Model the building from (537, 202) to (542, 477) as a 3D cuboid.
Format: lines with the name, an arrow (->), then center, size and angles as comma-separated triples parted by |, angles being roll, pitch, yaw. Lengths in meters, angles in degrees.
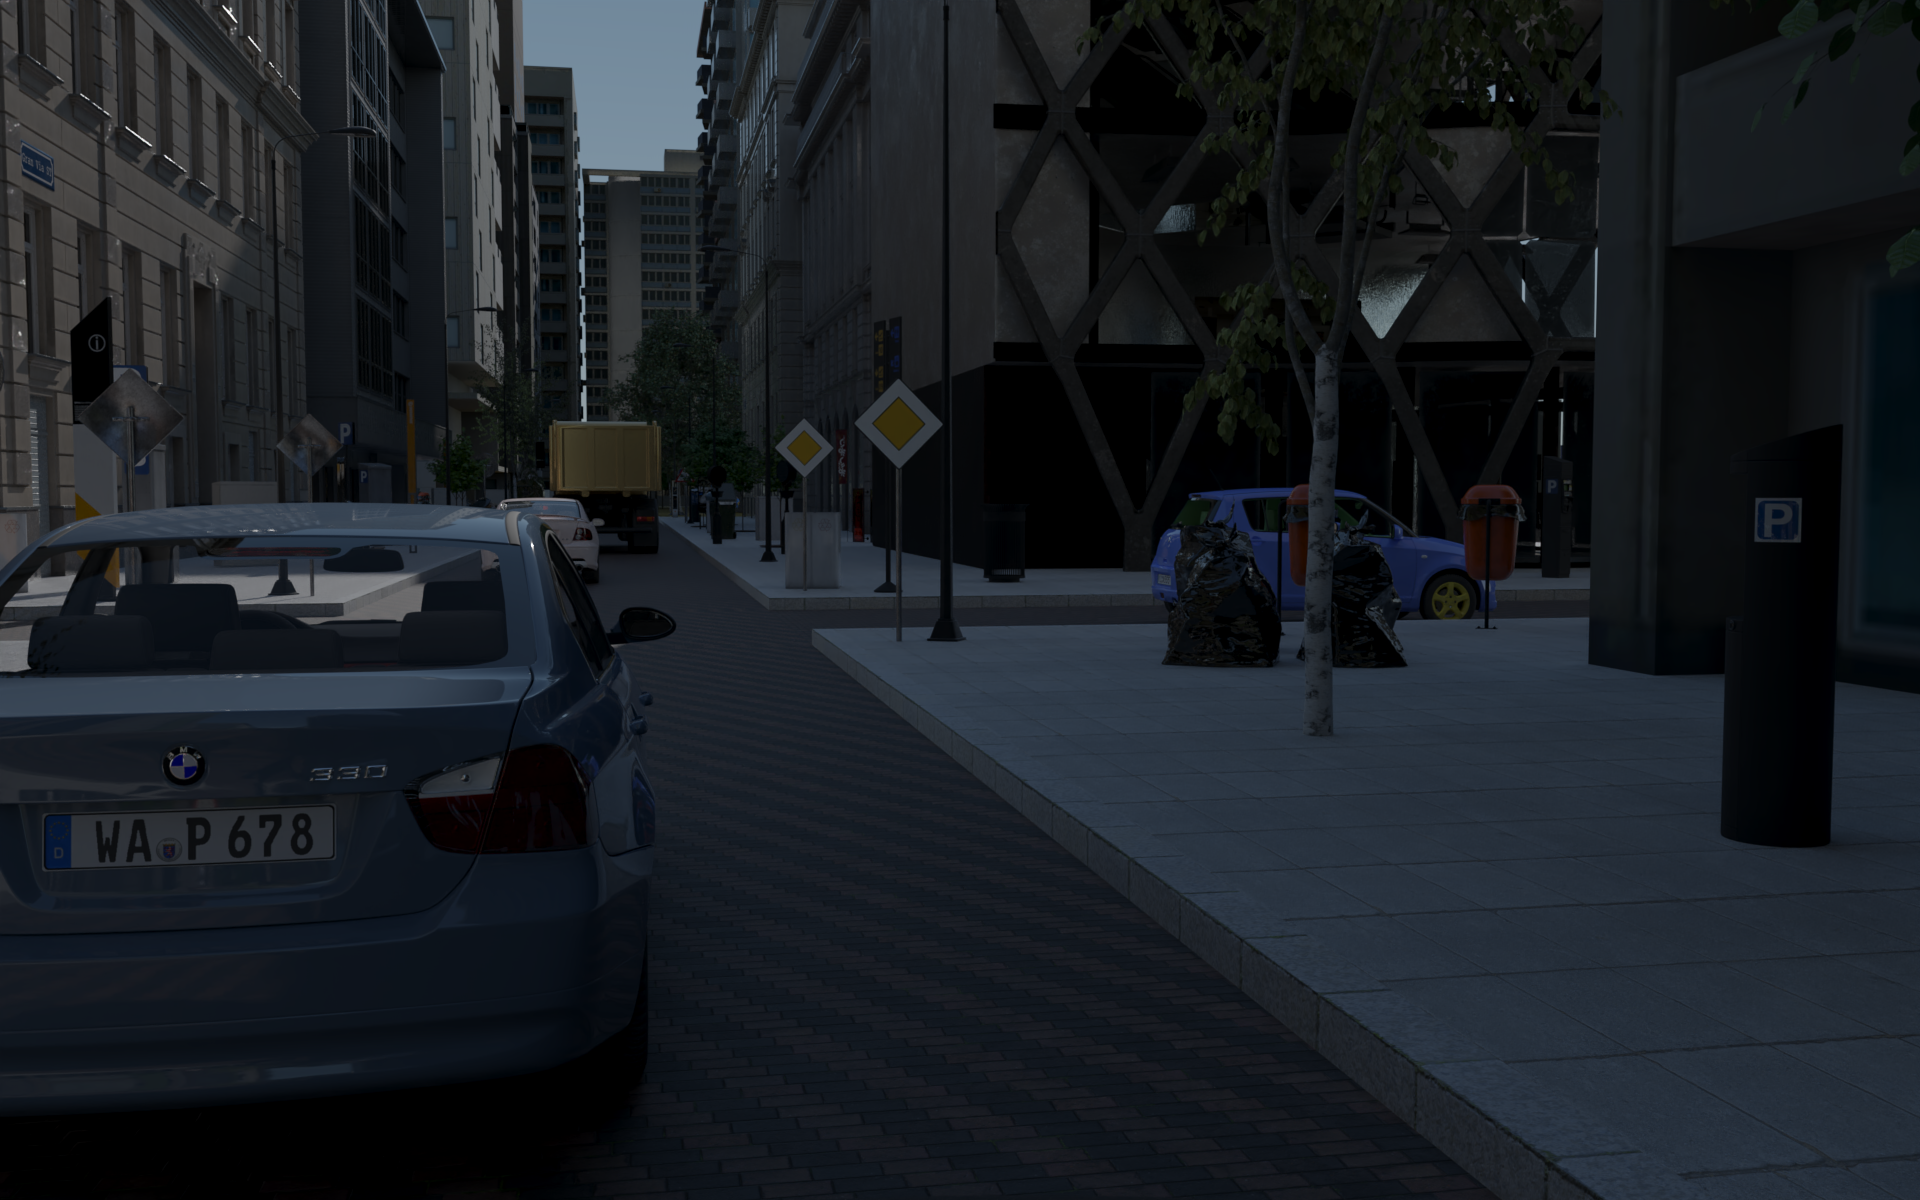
building -> -45.594, -23.639, 158.198 | 14.107, 30.474, 14.160 | -1, 4, -11

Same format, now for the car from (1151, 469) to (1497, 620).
car -> 3.969, -0.569, 18.892 | 3.694, 1.707, 1.945 | -1, 4, -10

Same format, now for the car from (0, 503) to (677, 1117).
car -> -1.872, 0.407, 5.345 | 2.014, 1.417, 4.499 | -1, 4, -11

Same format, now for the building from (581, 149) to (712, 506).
building -> -30.920, -30.959, 198.056 | 23.993, 40.220, 32.217 | -1, 4, -11

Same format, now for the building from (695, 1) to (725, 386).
building -> -12.368, -30.706, 156.667 | 22.147, 44.769, 28.867 | -1, 4, -11

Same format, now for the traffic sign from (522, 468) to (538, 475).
traffic sign -> -20.828, -5.127, 83.935 | 0.768, 2.556, 0.104 | 0, 4, -6

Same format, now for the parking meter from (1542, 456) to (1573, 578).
parking meter -> 9.143, -1.271, 26.500 | 0.255, 1.863, 0.399 | -2, 4, -32

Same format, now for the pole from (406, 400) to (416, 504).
pole -> -11.869, -2.669, 37.486 | 0.158, 3.312, 0.155 | 0, 3, 0

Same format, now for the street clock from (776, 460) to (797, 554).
street clock -> -3.685, -1.974, 36.851 | 0.358, 2.002, 0.471 | -3, 5, -39

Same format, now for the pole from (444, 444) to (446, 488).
pole -> -19.187, -4.338, 64.778 | 0.158, 3.312, 0.155 | 0, 3, 0

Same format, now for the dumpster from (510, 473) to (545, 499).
dumpster -> -19.829, -4.702, 79.375 | 1.502, 2.255, 1.985 | -1, 4, -11

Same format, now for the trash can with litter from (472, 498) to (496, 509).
trash can with litter -> -14.696, -2.542, 52.948 | 0.624, 1.170, 1.055 | 1, 4, 15

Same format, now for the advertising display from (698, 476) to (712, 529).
advertising display -> -9.037, -3.525, 62.841 | 0.974, 1.923, 0.123 | 1, 4, 15

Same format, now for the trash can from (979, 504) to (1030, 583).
trash can -> 0.646, -0.832, 25.256 | 0.748, 1.137, 0.748 | 0, 3, 0

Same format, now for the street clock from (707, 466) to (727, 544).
street clock -> -6.220, -2.432, 44.340 | 0.471, 2.002, 0.358 | -2, 4, -31

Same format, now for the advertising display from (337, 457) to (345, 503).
advertising display -> -10.961, -1.559, 30.708 | 0.123, 1.923, 0.974 | -1, 4, -19

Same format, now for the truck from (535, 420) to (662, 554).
truck -> -9.316, -3.004, 45.044 | 3.469, 3.379, 9.791 | -1, 4, -13

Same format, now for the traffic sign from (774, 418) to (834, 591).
traffic sign -> -2.052, -1.176, 22.862 | 0.795, 2.450, 0.064 | -1, 4, -11

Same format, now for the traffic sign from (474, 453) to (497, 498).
traffic sign -> -14.745, -3.277, 53.691 | 0.768, 2.556, 0.104 | 0, 4, -2

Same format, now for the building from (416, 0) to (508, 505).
building -> -42.493, -31.552, 105.113 | 28.713, 52.752, 27.495 | -1, 4, -11

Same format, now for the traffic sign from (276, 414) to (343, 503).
traffic sign -> -8.138, -1.105, 21.709 | 0.795, 2.450, 0.064 | -1, 4, -11

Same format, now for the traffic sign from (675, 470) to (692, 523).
traffic sign -> -12.179, -4.693, 76.727 | 0.884, 2.594, 0.081 | 0, 4, -1

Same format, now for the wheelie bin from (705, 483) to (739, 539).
wheelie bin -> -6.777, -2.525, 49.186 | 0.980, 1.594, 0.693 | -2, 4, -28

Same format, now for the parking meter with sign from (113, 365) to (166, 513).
parking meter with sign -> -11.423, -1.715, 24.306 | 0.543, 3.016, 1.738 | -1, 4, -10

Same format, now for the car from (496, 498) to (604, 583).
car -> -7.001, -1.016, 28.981 | 2.083, 1.381, 4.827 | -1, 4, -13

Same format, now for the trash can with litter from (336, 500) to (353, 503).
trash can with litter -> -11.427, -1.322, 33.010 | 0.624, 1.170, 1.055 | 2, 4, 34

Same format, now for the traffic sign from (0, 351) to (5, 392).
traffic sign -> -7.216, -0.750, 12.368 | 0.768, 2.556, 0.104 | 0, 4, -6

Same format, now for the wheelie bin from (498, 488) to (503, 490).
wheelie bin -> -23.684, -4.971, 89.180 | 0.693, 1.594, 0.980 | 0, 4, 3

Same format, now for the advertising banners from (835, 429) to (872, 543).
advertising banners -> -2.687, -3.053, 46.102 | 0.090, 3.025, 2.074 | -3, 5, -40

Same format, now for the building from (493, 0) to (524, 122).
building -> -42.835, -30.030, 141.105 | 14.600, 45.320, 14.200 | -1, 4, -11

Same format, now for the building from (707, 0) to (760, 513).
building -> -6.917, -31.049, 127.255 | 23.786, 49.044, 30.456 | -1, 4, -11

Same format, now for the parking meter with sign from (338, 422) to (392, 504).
parking meter with sign -> -14.409, -2.844, 42.765 | 0.543, 3.016, 1.738 | 2, 4, 34

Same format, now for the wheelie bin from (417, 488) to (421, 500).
wheelie bin -> -29.199, -5.184, 92.672 | 0.980, 1.594, 0.693 | 1, 4, 14

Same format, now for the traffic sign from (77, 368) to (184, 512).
traffic sign -> -6.619, -0.625, 13.869 | 0.795, 2.450, 0.064 | -1, 4, -11

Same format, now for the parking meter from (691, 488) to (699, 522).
parking meter -> -12.009, -4.289, 78.539 | 0.372, 1.533, 0.369 | 0, 3, 0

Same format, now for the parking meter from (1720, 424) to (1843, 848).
parking meter -> 3.039, 0.122, 6.414 | 0.372, 1.533, 0.369 | 0, 3, 0

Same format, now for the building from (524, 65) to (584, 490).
building -> -52.157, -34.487, 187.569 | 21.600, 48.544, 21.300 | -1, 4, -11

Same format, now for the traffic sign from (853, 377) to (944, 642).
traffic sign -> -0.534, -0.696, 15.022 | 0.795, 2.450, 0.064 | -1, 4, -11

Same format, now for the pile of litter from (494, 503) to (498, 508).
pile of litter -> -22.318, -4.260, 83.614 | 1.719, 0.858, 1.176 | -2, 4, -33

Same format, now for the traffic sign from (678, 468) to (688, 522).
traffic sign -> -12.721, -4.921, 80.570 | 0.768, 2.556, 0.104 | 0, 4, -7

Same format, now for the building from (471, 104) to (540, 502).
building -> -38.976, -21.771, 127.661 | 14.160, 30.474, 14.107 | -1, 4, -11
